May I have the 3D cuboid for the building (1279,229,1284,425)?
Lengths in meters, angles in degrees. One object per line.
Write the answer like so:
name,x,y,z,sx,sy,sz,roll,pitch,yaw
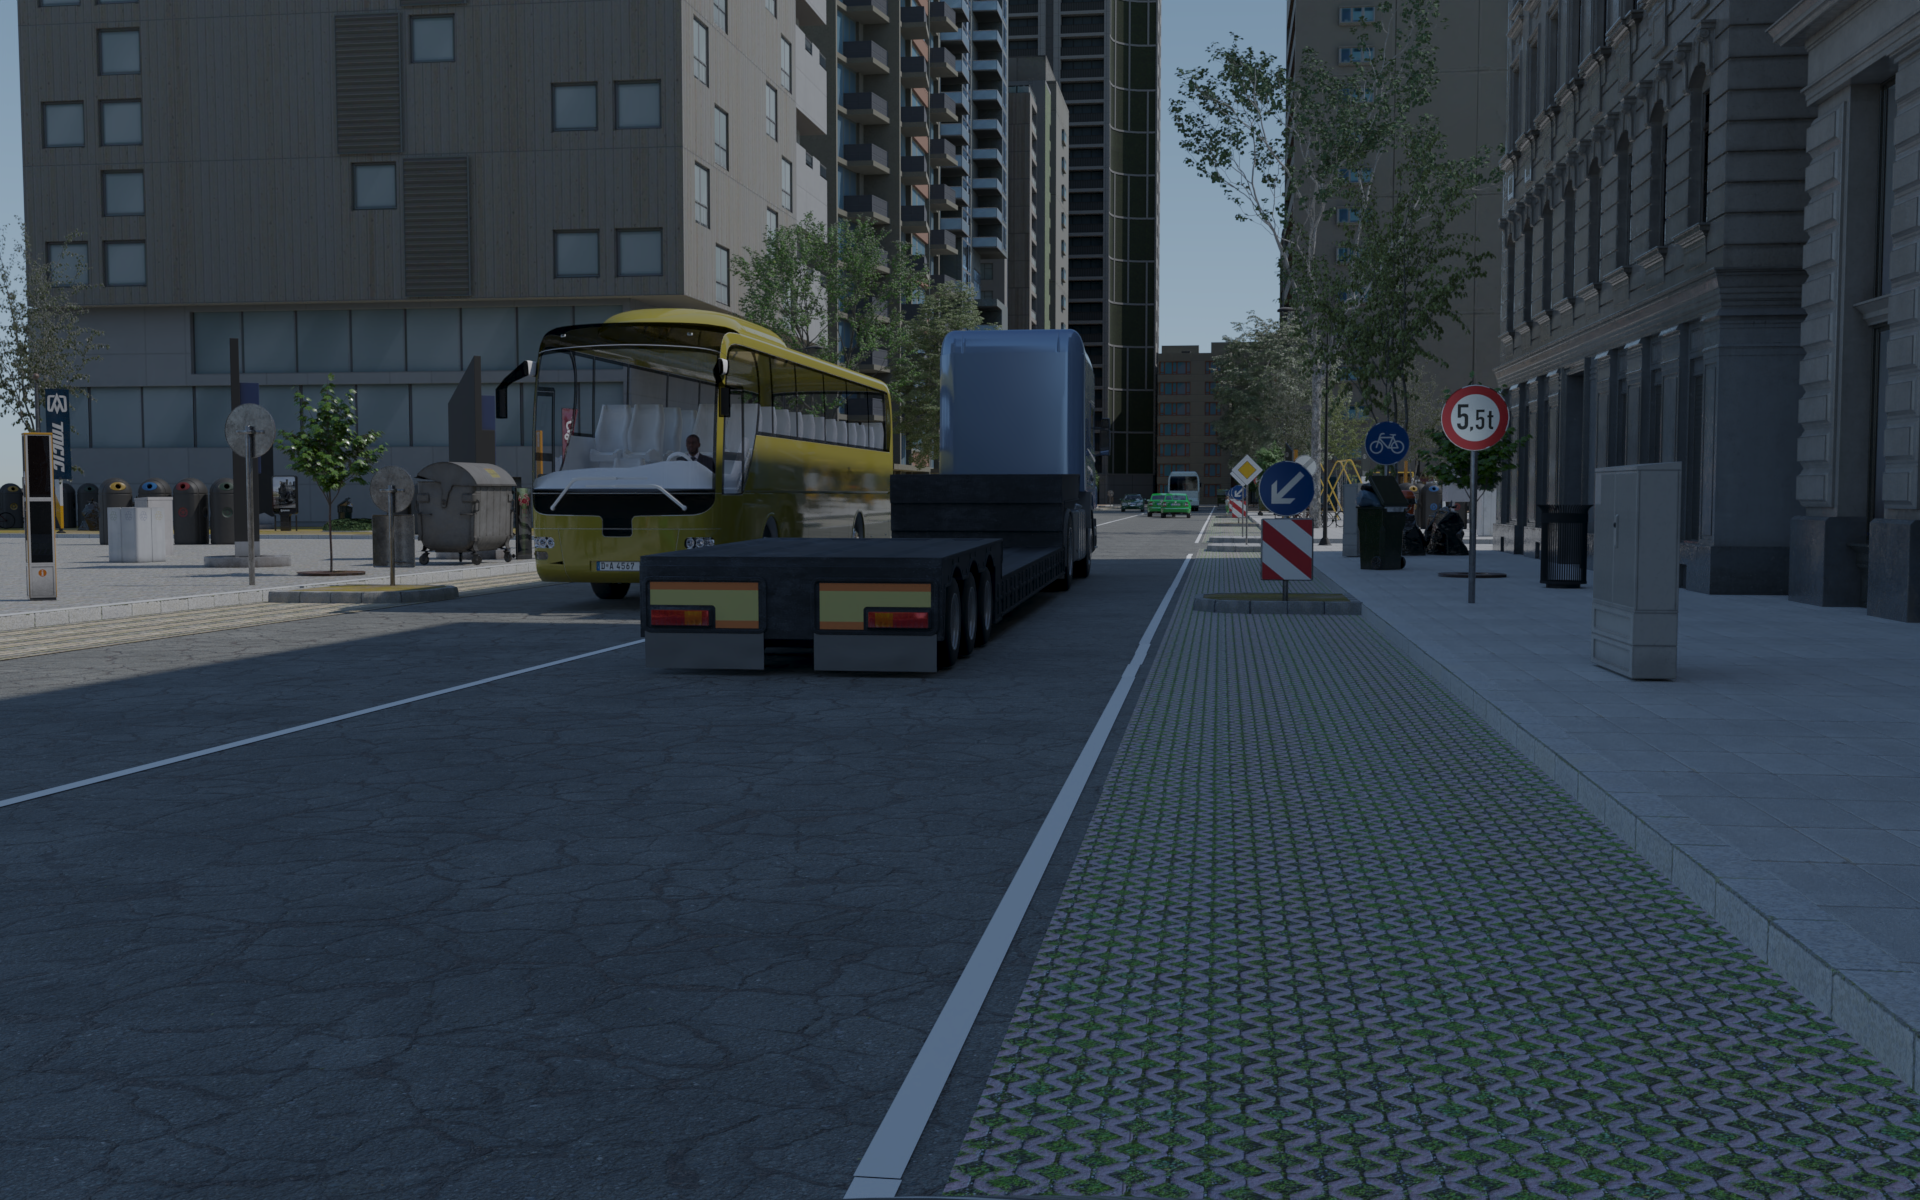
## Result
building,41.846,-25.519,188.941,14.160,30.474,14.107,1,4,9

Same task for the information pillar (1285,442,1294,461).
information pillar,14.846,-5.311,78.196,0.183,3.616,0.504,-2,4,-30

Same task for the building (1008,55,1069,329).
building,0.476,-34.667,190.503,21.600,48.544,21.300,1,4,9

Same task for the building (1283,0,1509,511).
building,37.701,-31.678,141.645,21.300,48.544,21.600,1,4,9

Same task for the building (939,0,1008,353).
building,-6.609,-50.864,144.292,22.319,86.520,31.000,1,4,9

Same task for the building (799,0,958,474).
building,-12.178,-28.044,113.136,22.147,44.769,28.867,1,4,9

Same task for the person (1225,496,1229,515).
person,17.418,-6.123,112.862,0.306,1.304,0.590,2,4,25

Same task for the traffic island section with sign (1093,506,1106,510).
traffic island section with sign,11.742,-8.895,154.065,1.989,1.847,2.006,1,4,9

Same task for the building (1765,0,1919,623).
building,13.334,-11.097,10.318,11.050,23.489,19.941,1,4,9

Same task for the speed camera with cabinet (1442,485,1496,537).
speed camera with cabinet,15.651,-3.542,52.249,2.038,3.252,0.660,0,4,-1

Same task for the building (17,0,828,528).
building,-21.524,-29.880,77.776,28.713,52.752,27.495,1,4,9

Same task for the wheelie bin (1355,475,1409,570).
wheelie bin,7.130,-1.317,29.436,0.980,1.594,0.693,-2,4,-35

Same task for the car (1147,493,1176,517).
car,12.797,-6.174,109.738,1.959,1.807,4.718,0,4,8

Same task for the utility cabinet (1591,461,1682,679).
utility cabinet,4.800,-0.225,12.364,0.318,1.500,1.173,0,4,7

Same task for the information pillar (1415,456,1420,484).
information pillar,26.503,-6.666,100.343,0.183,3.616,0.504,-1,4,-10

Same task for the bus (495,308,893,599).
bus,-3.339,-2.151,26.717,2.896,3.916,12.252,0,4,8

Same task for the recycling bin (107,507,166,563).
recycling bin,-15.520,-1.229,32.653,0.722,1.027,0.722,1,4,20

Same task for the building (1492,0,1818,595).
building,15.500,-11.032,29.518,9.793,20.994,18.267,1,4,9

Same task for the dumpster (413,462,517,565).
dumpster,-9.101,-1.598,31.881,1.264,1.857,1.865,1,4,8

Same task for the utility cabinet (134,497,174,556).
utility cabinet,-16.660,-1.507,35.803,0.306,1.237,1.020,0,4,3

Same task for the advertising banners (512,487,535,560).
advertising banners,-8.244,-2.345,34.535,0.090,3.025,2.074,2,4,25

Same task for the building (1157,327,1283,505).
building,40.602,-23.193,224.241,28.899,21.520,27.650,1,4,9

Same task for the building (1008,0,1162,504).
building,15.073,-47.991,222.901,20.611,71.187,20.563,1,4,9

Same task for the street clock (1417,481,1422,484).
street clock,25.826,-5.677,97.394,0.358,2.002,0.471,0,4,4

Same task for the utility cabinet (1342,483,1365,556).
utility cabinet,8.119,-1.649,35.648,0.318,1.500,1.173,1,4,22

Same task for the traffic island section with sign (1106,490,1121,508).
traffic island section with sign,15.759,-10.526,180.721,1.989,1.847,2.006,1,4,9

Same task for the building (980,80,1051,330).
building,1.035,-29.583,167.281,14.154,41.232,14.086,1,4,9

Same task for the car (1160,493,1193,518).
car,13.034,-5.849,104.421,1.959,1.807,4.718,0,4,8

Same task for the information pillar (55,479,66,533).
information pillar,-29.530,-3.999,56.740,0.183,3.616,0.504,-3,5,-44

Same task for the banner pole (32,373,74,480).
banner pole,-18.980,-2.822,36.155,0.863,3.779,0.401,-3,5,-41

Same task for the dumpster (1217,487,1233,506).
dumpster,30.532,-11.897,199.460,1.985,2.255,1.502,0,4,7

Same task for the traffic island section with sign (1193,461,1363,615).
traffic island section with sign,3.905,-0.784,21.441,1.989,1.847,2.006,1,4,9

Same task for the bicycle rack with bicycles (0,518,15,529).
bicycle rack with bicycles,-35.981,-2.991,62.285,2.925,0.926,2.852,0,4,-7

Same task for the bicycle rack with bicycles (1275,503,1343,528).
bicycle rack with bicycles,13.528,-3.268,66.810,2.925,0.926,2.852,-1,4,-11

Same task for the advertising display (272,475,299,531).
advertising display,-23.430,-3.360,60.143,0.974,1.923,0.123,1,4,15

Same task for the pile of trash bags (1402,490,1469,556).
pile of trash bags,9.854,-1.701,37.572,1.912,1.369,3.447,0,4,6

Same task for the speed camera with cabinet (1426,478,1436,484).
speed camera with cabinet,34.061,-7.867,122.962,2.038,3.252,0.660,-2,4,-26

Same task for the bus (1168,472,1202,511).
bus,19.229,-9.396,148.492,2.948,3.499,13.247,0,4,8

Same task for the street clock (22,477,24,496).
street clock,-39.109,-4.155,72.510,0.358,2.002,0.471,-2,4,-30

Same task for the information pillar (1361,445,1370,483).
information pillar,19.224,-5.557,82.210,0.504,3.616,0.183,-2,4,-28

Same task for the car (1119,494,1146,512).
car,13.947,-7.819,139.642,2.131,1.459,4.920,0,4,7

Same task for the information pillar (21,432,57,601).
information pillar,-11.089,-1.001,20.862,0.304,2.012,0.304,-2,4,-33

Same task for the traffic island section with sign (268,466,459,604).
traffic island section with sign,-7.944,-0.908,23.471,1.989,1.847,2.006,1,4,9

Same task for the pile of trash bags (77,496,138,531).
pile of trash bags,-29.193,-3.106,60.531,3.447,1.369,1.912,2,4,33
